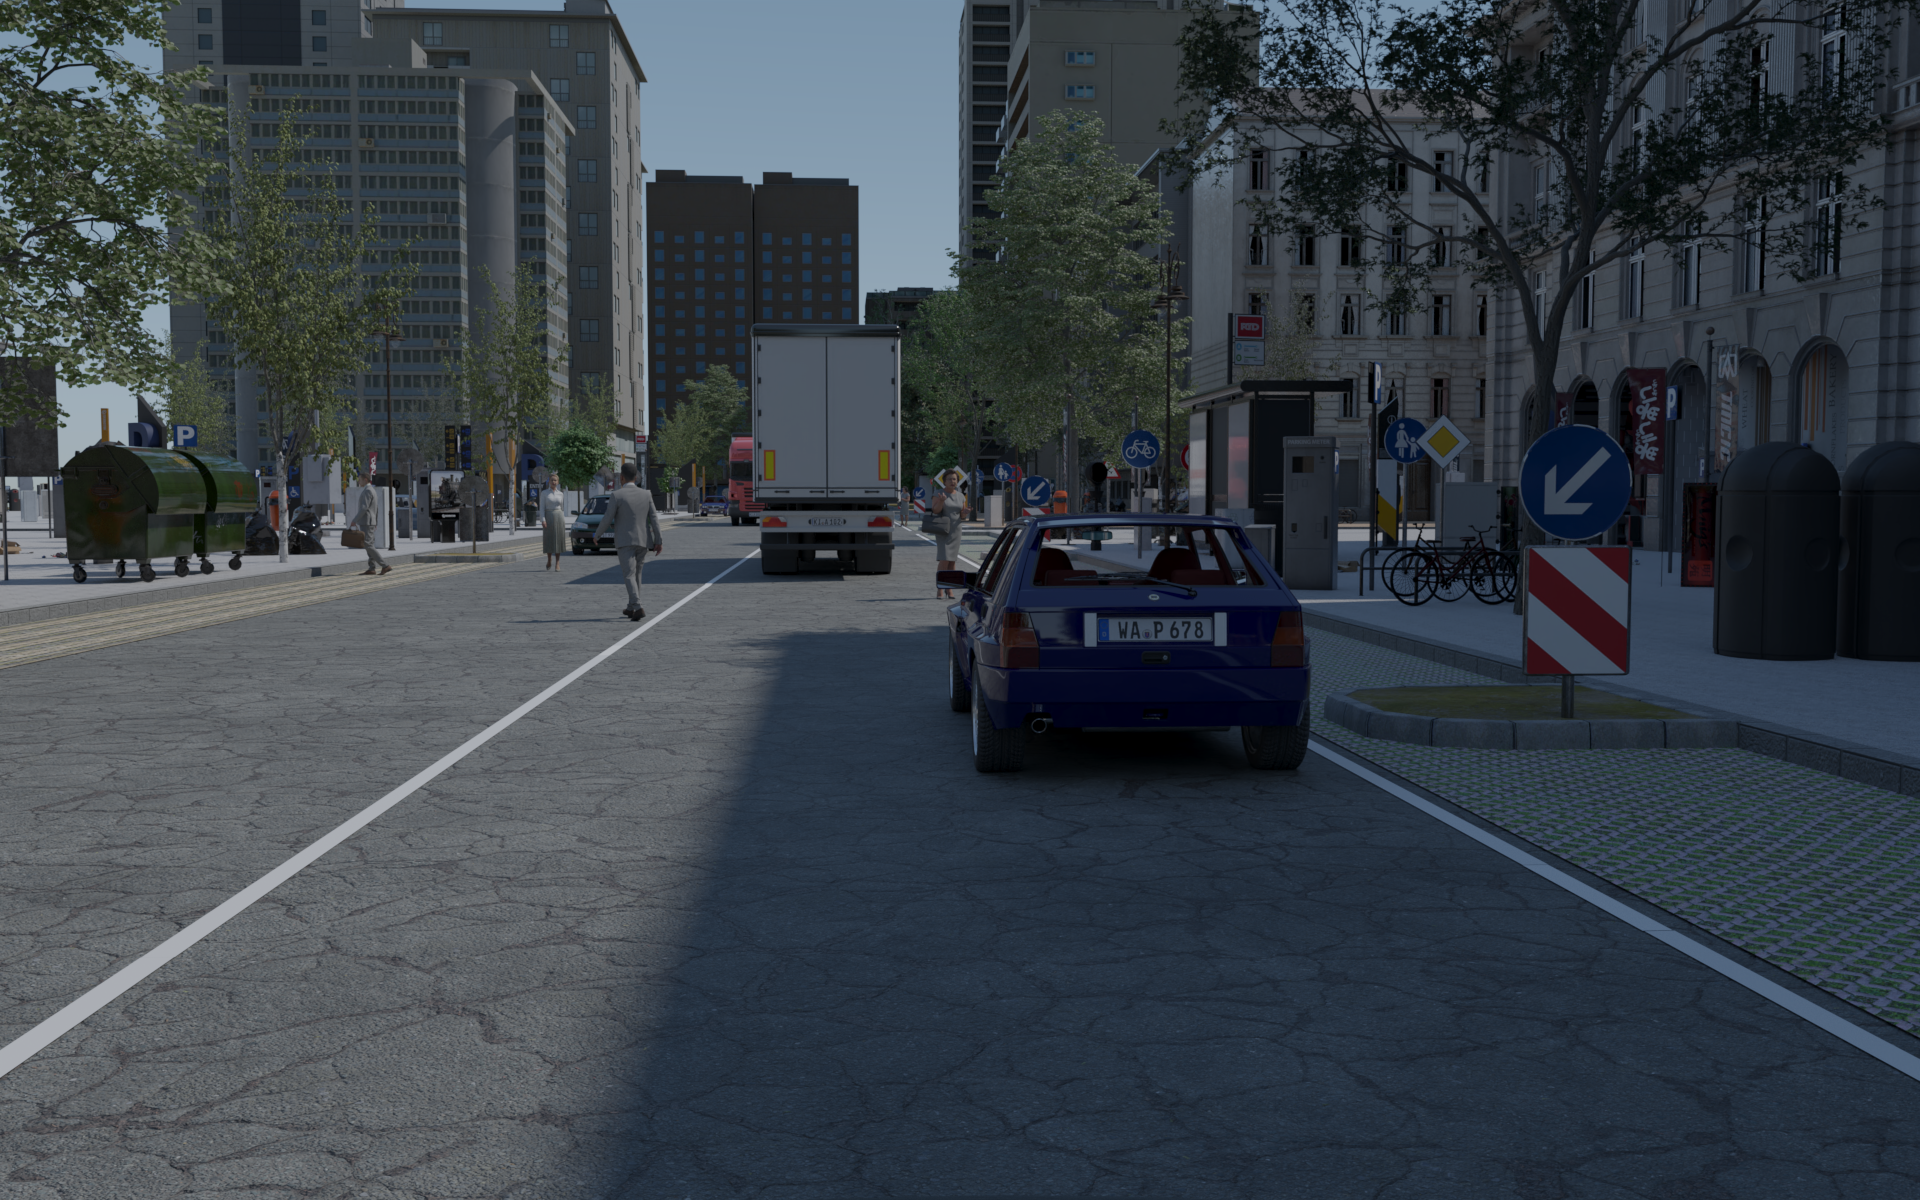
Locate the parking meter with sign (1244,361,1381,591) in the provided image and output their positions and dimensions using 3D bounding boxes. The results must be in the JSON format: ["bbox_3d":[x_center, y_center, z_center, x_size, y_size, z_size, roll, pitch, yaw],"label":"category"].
[{"bbox_3d":[4.713,-1.652,23.264,1.738,3.016,0.543,1,4,22],"label":"parking meter with sign"}]

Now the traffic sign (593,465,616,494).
[{"bbox_3d":[-12.216,-3.420,59.561,0.795,2.450,0.064,0,4,-4],"label":"traffic sign"}]

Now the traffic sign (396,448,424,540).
[{"bbox_3d":[-15.171,-2.917,47.804,0.768,2.556,0.104,0,4,1],"label":"traffic sign"}]

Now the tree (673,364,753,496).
[{"bbox_3d":[-21.151,-14.230,150.788,7.486,12.596,7.792,0,3,0],"label":"tree"}]

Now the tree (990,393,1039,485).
[{"bbox_3d":[4.266,-10.762,126.326,4.360,8.622,3.978,0,3,0],"label":"tree"}]

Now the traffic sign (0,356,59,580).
[{"bbox_3d":[-14.485,-1.942,25.624,2.265,3.308,0.079,0,4,0],"label":"traffic sign"}]

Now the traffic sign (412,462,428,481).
[{"bbox_3d":[-17.285,-3.252,55.301,0.606,2.300,0.079,0,4,-2],"label":"traffic sign"}]

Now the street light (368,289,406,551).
[{"bbox_3d":[-12.892,-4.057,39.116,0.468,5.910,1.993,0,4,-4],"label":"street light"}]

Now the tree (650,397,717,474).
[{"bbox_3d":[-20.591,-11.061,131.203,4.737,8.622,4.395,0,3,0],"label":"tree"}]

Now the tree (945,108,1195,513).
[{"bbox_3d":[3.010,-8.189,52.022,7.486,12.596,7.792,0,3,0],"label":"tree"}]

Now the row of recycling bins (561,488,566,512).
[{"bbox_3d":[-29.607,-7.447,128.875,1.069,1.692,3.534,-1,4,-11],"label":"row of recycling bins"}]

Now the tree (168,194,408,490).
[{"bbox_3d":[-16.659,-5.670,43.074,4.360,8.622,3.978,0,3,0],"label":"tree"}]

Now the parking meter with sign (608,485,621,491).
[{"bbox_3d":[-23.689,-7.589,120.345,1.738,3.016,0.543,1,4,17],"label":"parking meter with sign"}]

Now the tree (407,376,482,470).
[{"bbox_3d":[-32.675,-9.571,106.854,4.360,8.622,3.978,0,3,0],"label":"tree"}]

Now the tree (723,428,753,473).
[{"bbox_3d":[-24.921,-15.141,197.912,4.360,8.622,3.978,0,3,0],"label":"tree"}]

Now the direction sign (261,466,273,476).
[{"bbox_3d":[-55.699,-9.003,139.196,0.876,3.537,0.379,-1,4,-18],"label":"direction sign"}]

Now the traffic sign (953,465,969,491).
[{"bbox_3d":[-0.098,-3.469,60.364,0.795,2.450,0.064,0,4,-4],"label":"traffic sign"}]

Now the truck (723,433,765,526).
[{"bbox_3d":[-9.291,-5.653,81.337,2.839,4.237,11.283,0,4,-3],"label":"truck"}]

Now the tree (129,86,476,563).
[{"bbox_3d":[-12.405,-4.993,31.998,4.737,8.622,4.395,0,3,0],"label":"tree"}]

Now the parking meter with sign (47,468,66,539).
[{"bbox_3d":[-26.155,-3.328,50.677,0.543,3.016,1.738,0,4,5],"label":"parking meter with sign"}]

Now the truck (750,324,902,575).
[{"bbox_3d":[-2.652,-2.770,34.196,2.839,4.237,11.283,0,4,-5],"label":"truck"}]

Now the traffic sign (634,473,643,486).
[{"bbox_3d":[-12.759,-3.907,67.528,0.795,2.450,0.064,0,4,-4],"label":"traffic sign"}]

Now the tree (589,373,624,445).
[{"bbox_3d":[-22.224,-9.407,104.164,4.737,8.622,4.395,0,3,0],"label":"tree"}]

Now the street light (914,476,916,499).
[{"bbox_3d":[-3.707,-10.364,142.233,0.468,5.910,1.993,0,4,-4],"label":"street light"}]

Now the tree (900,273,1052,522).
[{"bbox_3d":[0.756,-9.448,80.222,9.928,11.665,9.643,0,3,0],"label":"tree"}]

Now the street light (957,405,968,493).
[{"bbox_3d":[0.117,-7.026,87.656,0.468,5.910,1.993,0,4,-4],"label":"street light"}]

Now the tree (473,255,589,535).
[{"bbox_3d":[-14.044,-6.330,53.851,4.737,8.622,4.395,0,3,0],"label":"tree"}]

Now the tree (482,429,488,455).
[{"bbox_3d":[-36.748,-10.818,127.244,4.360,8.622,3.978,0,3,0],"label":"tree"}]

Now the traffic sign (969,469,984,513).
[{"bbox_3d":[0.837,-5.380,88.068,0.768,2.556,0.104,0,4,1],"label":"traffic sign"}]

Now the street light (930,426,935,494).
[{"bbox_3d":[-1.790,-8.712,115.227,0.468,5.910,1.993,0,4,-4],"label":"street light"}]

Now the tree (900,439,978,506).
[{"bbox_3d":[-0.674,-7.210,101.591,4.285,4.588,4.351,0,3,0],"label":"tree"}]

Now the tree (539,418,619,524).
[{"bbox_3d":[-16.318,-5.502,73.673,4.285,4.588,4.351,0,3,0],"label":"tree"}]

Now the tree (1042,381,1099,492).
[{"bbox_3d":[6.930,-9.717,109.233,4.737,8.622,4.395,0,3,0],"label":"tree"}]

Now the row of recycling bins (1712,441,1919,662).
[{"bbox_3d":[7.797,-0.395,13.578,3.534,1.692,1.069,0,4,2],"label":"row of recycling bins"}]

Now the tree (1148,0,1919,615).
[{"bbox_3d":[5.906,-5.099,17.783,8.767,10.594,7.601,1,4,18],"label":"tree"}]

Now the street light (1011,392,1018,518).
[{"bbox_3d":[1.950,-5.327,59.879,0.468,5.910,1.993,0,4,-4],"label":"street light"}]

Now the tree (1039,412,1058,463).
[{"bbox_3d":[7.392,-9.409,104.199,4.360,8.622,3.978,0,3,0],"label":"tree"}]

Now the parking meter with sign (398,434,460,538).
[{"bbox_3d":[-15.491,-3.317,50.494,1.738,3.016,0.543,-1,4,-10],"label":"parking meter with sign"}]

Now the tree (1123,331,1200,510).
[{"bbox_3d":[9.099,-7.805,77.972,4.737,8.622,4.395,0,3,0],"label":"tree"}]

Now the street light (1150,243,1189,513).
[{"bbox_3d":[3.861,-3.628,32.111,0.468,5.910,1.993,0,4,-4],"label":"street light"}]

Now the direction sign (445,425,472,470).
[{"bbox_3d":[-16.512,-3.979,57.058,0.876,3.537,0.379,0,4,3],"label":"direction sign"}]

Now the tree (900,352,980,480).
[{"bbox_3d":[-3.069,-13.381,135.789,9.611,12.733,9.660,0,3,0],"label":"tree"}]

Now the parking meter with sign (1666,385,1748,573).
[{"bbox_3d":[12.346,-1.938,27.952,1.738,3.016,0.543,0,4,5],"label":"parking meter with sign"}]

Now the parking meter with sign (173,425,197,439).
[{"bbox_3d":[-19.902,-2.950,44.499,0.543,3.016,1.738,-2,4,-26],"label":"parking meter with sign"}]

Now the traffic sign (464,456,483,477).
[{"bbox_3d":[-16.424,-3.574,58.546,0.768,2.556,0.104,0,4,-2],"label":"traffic sign"}]

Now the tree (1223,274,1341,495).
[{"bbox_3d":[10.891,-6.622,58.635,4.360,8.622,3.978,0,3,0],"label":"tree"}]

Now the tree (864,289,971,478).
[{"bbox_3d":[-5.148,-18.637,160.608,12.611,20.169,13.585,0,3,0],"label":"tree"}]

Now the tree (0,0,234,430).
[{"bbox_3d":[-12.005,-6.151,18.701,7.486,12.596,7.792,0,3,0],"label":"tree"}]

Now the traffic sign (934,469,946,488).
[{"bbox_3d":[-0.641,-3.956,68.331,0.795,2.450,0.064,0,4,-4],"label":"traffic sign"}]

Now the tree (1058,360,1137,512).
[{"bbox_3d":[7.910,-8.731,93.108,4.360,8.622,3.978,0,3,0],"label":"tree"}]

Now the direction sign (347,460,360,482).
[{"bbox_3d":[-40.384,-7.547,115.384,0.876,3.537,0.379,1,4,9],"label":"direction sign"}]

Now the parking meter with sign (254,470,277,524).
[{"bbox_3d":[-29.991,-4.821,75.081,1.738,3.016,0.543,-2,4,-28],"label":"parking meter with sign"}]

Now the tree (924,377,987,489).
[{"bbox_3d":[-0.421,-9.738,109.574,4.737,8.622,4.395,0,3,0],"label":"tree"}]

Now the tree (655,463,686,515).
[{"bbox_3d":[-18.843,-7.204,112.392,1.663,3.219,1.824,0,3,0],"label":"tree"}]
